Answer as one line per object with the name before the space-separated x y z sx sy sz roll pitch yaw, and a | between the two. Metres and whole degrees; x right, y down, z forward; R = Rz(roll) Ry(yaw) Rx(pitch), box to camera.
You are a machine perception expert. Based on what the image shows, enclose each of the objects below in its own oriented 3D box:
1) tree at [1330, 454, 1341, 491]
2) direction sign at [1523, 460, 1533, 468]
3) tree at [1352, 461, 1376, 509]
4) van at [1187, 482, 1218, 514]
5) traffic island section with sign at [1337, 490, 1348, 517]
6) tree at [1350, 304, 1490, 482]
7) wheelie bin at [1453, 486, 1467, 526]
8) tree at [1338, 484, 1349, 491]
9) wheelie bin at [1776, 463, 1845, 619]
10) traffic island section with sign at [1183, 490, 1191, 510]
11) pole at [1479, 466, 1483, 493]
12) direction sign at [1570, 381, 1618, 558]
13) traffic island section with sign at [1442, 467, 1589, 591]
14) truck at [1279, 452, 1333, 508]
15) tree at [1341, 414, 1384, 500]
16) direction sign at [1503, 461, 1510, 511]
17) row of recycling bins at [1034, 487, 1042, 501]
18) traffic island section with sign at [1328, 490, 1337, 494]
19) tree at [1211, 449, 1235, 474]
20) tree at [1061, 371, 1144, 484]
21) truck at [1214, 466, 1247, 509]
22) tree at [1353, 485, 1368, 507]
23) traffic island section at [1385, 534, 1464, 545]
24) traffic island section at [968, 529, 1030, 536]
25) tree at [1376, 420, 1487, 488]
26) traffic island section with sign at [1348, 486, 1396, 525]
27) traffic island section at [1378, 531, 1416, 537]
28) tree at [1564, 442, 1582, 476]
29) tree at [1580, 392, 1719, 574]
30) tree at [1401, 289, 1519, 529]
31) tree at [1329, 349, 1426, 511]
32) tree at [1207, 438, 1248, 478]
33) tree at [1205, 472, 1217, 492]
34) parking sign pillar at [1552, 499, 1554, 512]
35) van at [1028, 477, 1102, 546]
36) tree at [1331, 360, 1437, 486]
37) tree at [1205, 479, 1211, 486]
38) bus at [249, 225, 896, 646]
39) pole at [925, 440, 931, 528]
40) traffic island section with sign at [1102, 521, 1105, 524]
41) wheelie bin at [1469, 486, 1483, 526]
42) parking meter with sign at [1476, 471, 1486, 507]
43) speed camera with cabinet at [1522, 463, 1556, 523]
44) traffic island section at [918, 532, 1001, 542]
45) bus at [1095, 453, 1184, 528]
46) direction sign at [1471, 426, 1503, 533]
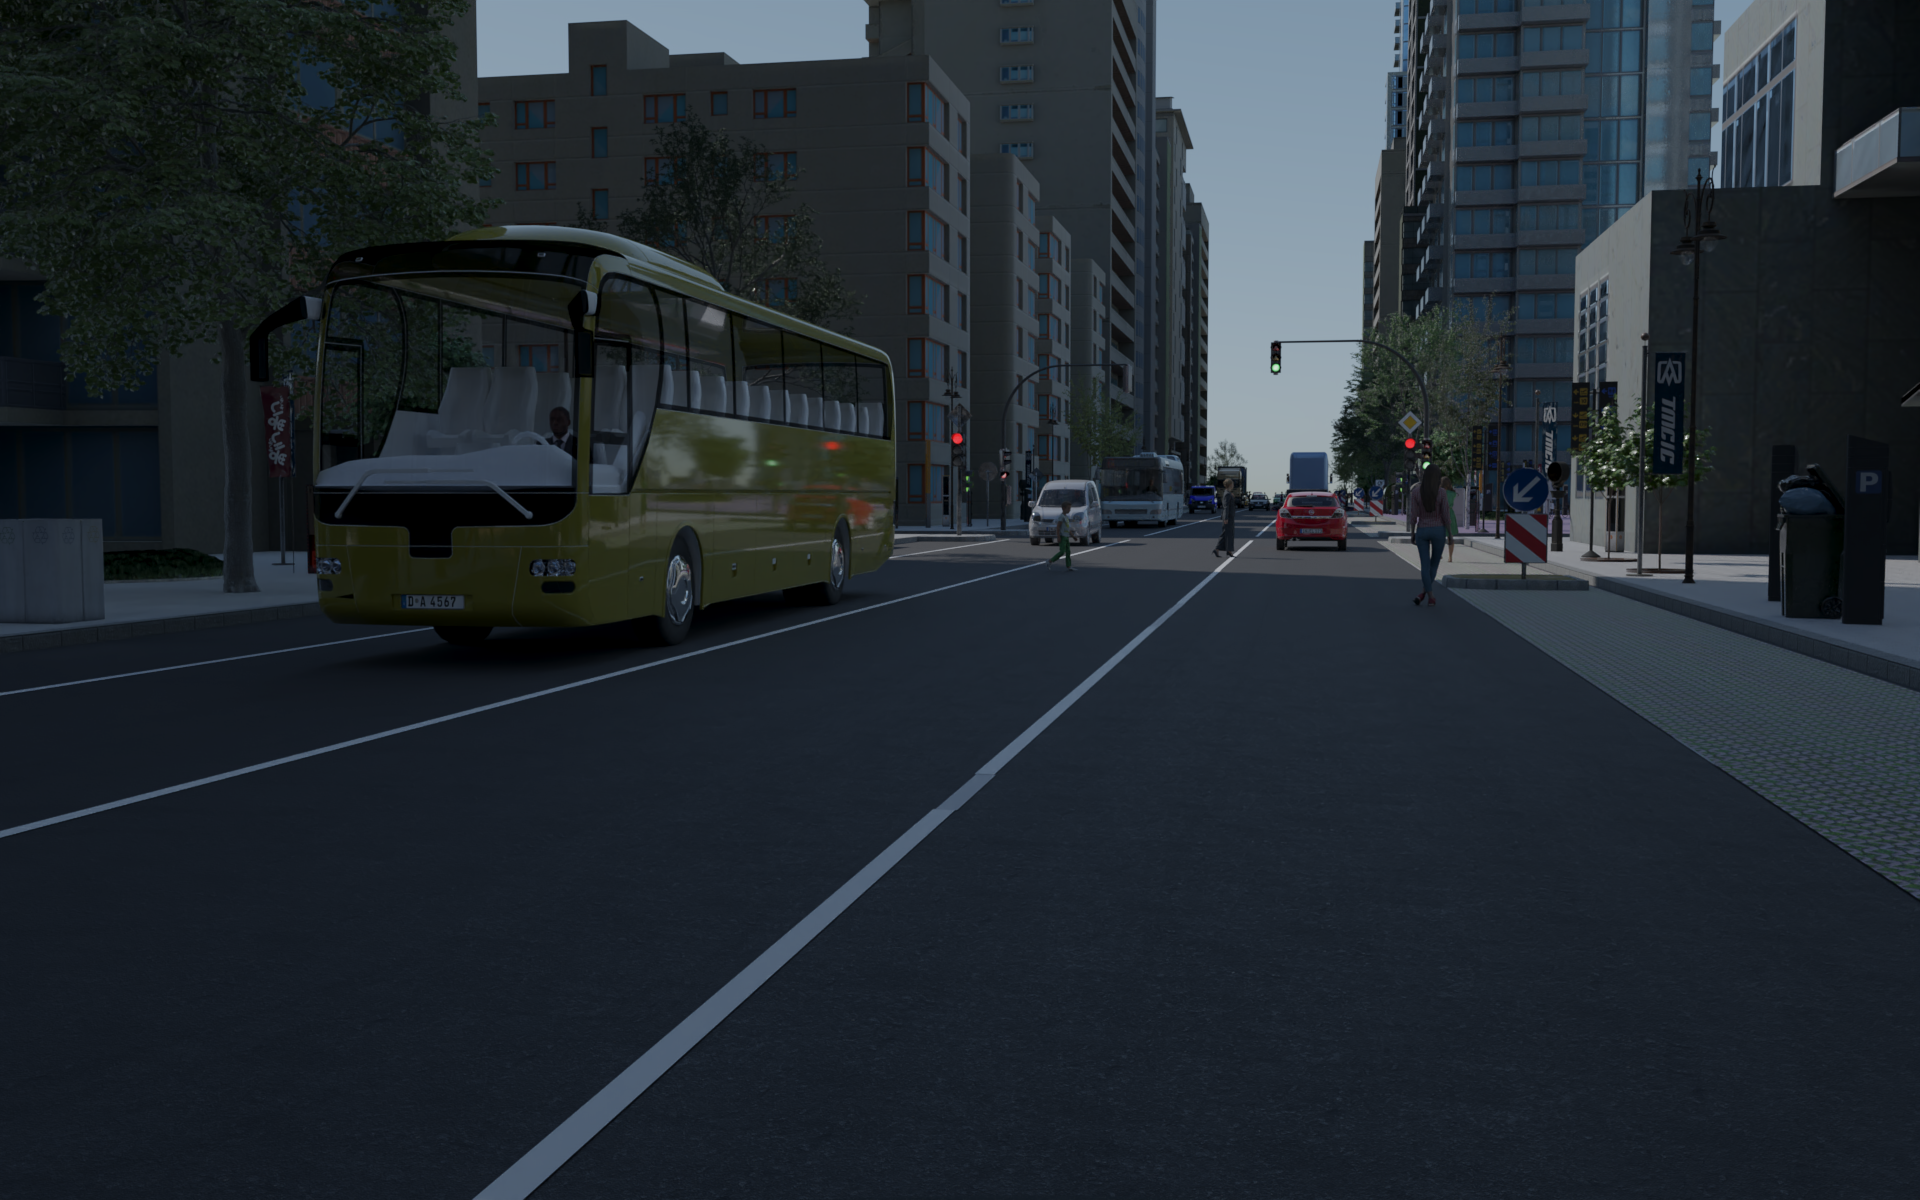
tree | 54.371 -18.015 244.907 4.737 8.622 4.395 0 3 0
direction sign | 37.292 -7.452 113.840 0.379 3.537 0.876 -1 4 -23
tree | 36.220 -10.283 151.843 4.285 4.588 4.351 0 3 0
van | 17.890 -7.532 127.527 2.240 2.365 5.245 1 4 10
traffic island section with sign | 24.630 -6.051 107.563 1.989 1.847 2.006 1 4 11
tree | 25.533 -10.415 96.033 9.928 11.665 9.643 0 3 0
wheelie bin | 19.442 -3.686 68.173 0.693 1.594 0.980 1 4 9
tree | 63.228 -17.749 284.802 1.663 3.219 1.824 0 3 0
wheelie bin | 8.855 -0.617 18.003 0.693 1.594 0.980 1 4 19
traffic island section with sign | 21.092 -9.225 159.460 1.989 1.847 2.006 1 4 11
pole | 31.618 -6.809 105.168 0.158 3.312 0.155 0 3 0
direction sign | 12.800 -2.632 35.028 0.876 3.537 0.379 2 4 29
traffic island section with sign | 8.480 -1.100 26.606 1.989 1.847 2.006 1 4 11
truck | 20.947 -7.041 104.876 2.967 4.110 18.799 1 4 13
tree | 34.789 -11.955 145.823 4.737 8.622 4.395 0 3 0
direction sign | 37.190 -7.720 118.222 0.876 3.537 0.379 -2 4 -26
row of recycling bins | 3.321 -5.737 100.905 3.534 1.692 1.069 2 4 31
traffic island section with sign | 34.305 -9.021 156.120 1.989 1.847 2.006 1 4 11
tree | 43.137 -20.246 281.390 4.360 8.622 3.978 0 3 0
tree | 8.000 -9.356 103.337 4.737 8.622 4.395 0 3 0
truck | 27.510 -11.410 175.459 2.839 4.237 11.283 1 4 13
tree | 40.873 -11.054 175.327 1.663 3.219 1.824 0 3 0
traffic island section | 13.629 -1.743 50.772 2.009 0.180 2.903 1 4 11
traffic island section | 1.518 -2.388 61.324 2.009 0.180 2.903 1 4 11
tree | 21.699 -5.683 76.628 4.285 4.588 4.351 0 3 0
traffic island section with sign | 19.355 -4.434 81.127 1.989 1.847 2.006 1 4 11
traffic island section | 15.191 -2.222 58.603 2.009 0.180 2.903 1 4 11
tree | 12.372 -2.341 32.877 1.663 3.219 1.824 0 3 0
tree | 11.309 -2.055 28.208 1.663 3.219 1.824 0 3 0
tree | 18.379 -6.885 62.925 4.360 8.622 3.978 0 3 0
tree | 32.629 -13.153 133.174 7.486 12.596 7.792 0 3 0
tree | 43.965 -21.730 289.689 8.767 10.594 7.601 1 4 11
tree | 37.652 -16.654 256.013 4.285 4.588 4.351 0 3 0
parking sign pillar | 43.009 -8.487 127.240 1.447 3.967 1.447 -3 4 -36
van | 3.048 -2.604 49.591 2.013 2.044 4.112 1 4 12
tree | 29.181 -11.291 119.022 8.767 10.594 7.601 3 4 36
tree | 32.327 -14.160 226.124 1.663 3.219 1.824 0 3 0
bus | -3.245 -1.723 19.715 2.896 3.916 12.252 1 4 10
pole | -1.209 -4.385 65.539 0.158 3.312 0.155 0 3 0
traffic island section with sign | 5.995 -4.597 83.790 1.989 1.847 2.006 1 4 11
wheelie bin | 20.621 -3.787 69.823 0.980 1.594 0.693 0 4 8
parking meter with sign | 36.576 -7.688 121.959 0.543 3.016 1.738 2 4 26
speed camera with cabinet | 25.497 -4.993 75.979 2.038 3.252 0.660 -3 4 -38
traffic island section | -0.043 -1.909 53.492 2.009 0.180 2.903 1 4 11
bus | 8.193 -5.030 77.095 2.948 3.499 13.247 1 4 11
direction sign | 17.417 -4.008 57.534 0.876 3.537 0.379 0 4 -4
